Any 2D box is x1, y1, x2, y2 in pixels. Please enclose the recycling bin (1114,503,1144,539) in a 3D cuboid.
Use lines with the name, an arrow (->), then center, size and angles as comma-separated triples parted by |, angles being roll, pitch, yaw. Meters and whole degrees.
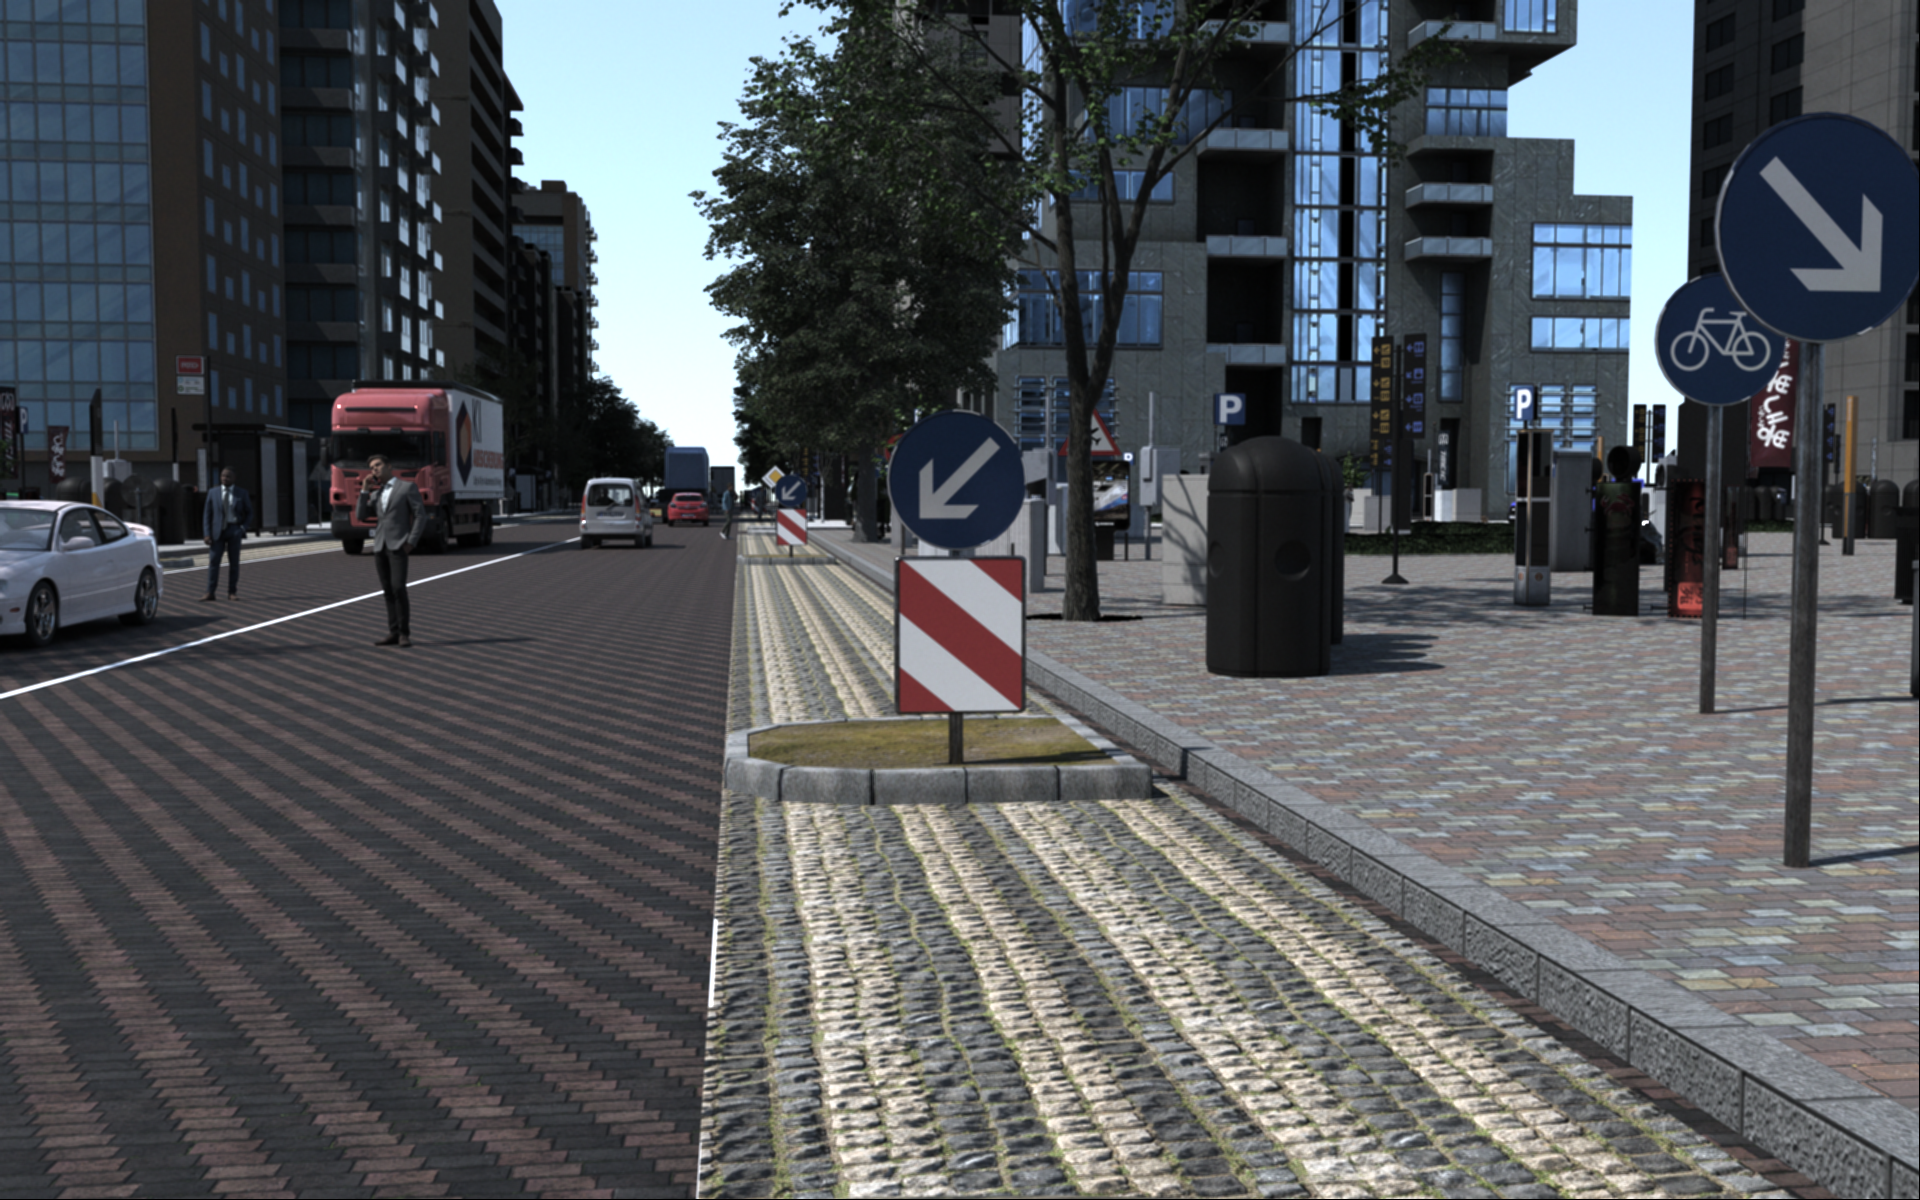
recycling bin -> 4.805, -2.274, 49.740 | 0.722, 1.027, 0.722 | -3, 4, -36

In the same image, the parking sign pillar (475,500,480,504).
parking sign pillar -> -27.223, -6.609, 96.535 | 1.447, 3.967, 1.447 | 2, 4, 33

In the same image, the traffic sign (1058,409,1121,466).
traffic sign -> 1.797, -1.473, 24.081 | 0.884, 2.594, 0.081 | 0, 3, 0

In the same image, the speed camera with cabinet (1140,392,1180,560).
speed camera with cabinet -> 4.158, -2.369, 33.068 | 0.660, 3.252, 2.038 | -1, 4, -22

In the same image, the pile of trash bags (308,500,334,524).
pile of trash bags -> -28.011, -3.942, 74.207 | 3.447, 1.369, 1.912 | -3, 5, -40

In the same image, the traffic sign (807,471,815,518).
traffic sign -> -7.956, -5.757, 94.236 | 0.768, 2.556, 0.104 | 0, 4, -3

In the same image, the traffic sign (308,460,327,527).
traffic sign -> -24.677, -4.083, 66.764 | 0.884, 2.594, 0.081 | 0, 4, -4

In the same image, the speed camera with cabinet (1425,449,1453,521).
speed camera with cabinet -> 20.993, -4.987, 75.873 | 0.660, 3.252, 2.038 | 0, 4, -6

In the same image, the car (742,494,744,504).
car -> -29.377, -14.153, 240.191 | 1.959, 1.807, 4.718 | 0, 4, -6

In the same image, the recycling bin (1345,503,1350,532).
recycling bin -> 10.559, -2.234, 49.074 | 0.722, 1.027, 0.722 | 3, 5, 41

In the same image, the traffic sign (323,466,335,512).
traffic sign -> -24.048, -4.072, 66.576 | 0.884, 2.594, 0.081 | 0, 4, -2

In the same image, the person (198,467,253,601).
person -> -9.922, -0.899, 23.386 | 0.721, 1.800, 0.419 | -2, 4, -25

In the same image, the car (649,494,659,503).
car -> -28.509, -9.212, 162.624 | 2.014, 1.417, 4.499 | -1, 4, -8

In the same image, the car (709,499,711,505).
car -> -29.981, -12.048, 206.567 | 1.945, 1.707, 3.694 | 0, 4, -7

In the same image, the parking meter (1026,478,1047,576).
parking meter -> 1.172, -1.149, 27.202 | 0.372, 1.533, 0.369 | 0, 3, 0

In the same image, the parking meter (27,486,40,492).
parking meter -> -30.797, -3.010, 57.620 | 0.372, 1.533, 0.369 | 0, 3, 0

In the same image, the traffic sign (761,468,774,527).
traffic sign -> -7.400, -3.937, 68.017 | 0.795, 2.450, 0.064 | 0, 4, -7

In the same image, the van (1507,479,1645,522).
van -> 24.386, -3.931, 68.651 | 5.245, 2.365, 2.240 | 0, 4, -8

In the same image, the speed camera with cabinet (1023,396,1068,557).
speed camera with cabinet -> 1.828, -2.542, 35.892 | 0.660, 3.252, 2.038 | 1, 4, 18

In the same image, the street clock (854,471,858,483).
street clock -> -2.919, -2.899, 51.975 | 0.471, 2.002, 0.358 | 1, 4, 10

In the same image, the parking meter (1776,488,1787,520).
parking meter -> 36.025, -4.131, 75.957 | 0.372, 1.533, 0.369 | 0, 3, 0

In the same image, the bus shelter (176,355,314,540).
bus shelter -> -21.899, -4.605, 52.917 | 2.179, 5.291, 8.768 | 0, 4, -7

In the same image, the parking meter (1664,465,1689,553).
parking meter -> 14.234, -1.752, 34.364 | 0.399, 1.863, 0.255 | 0, 4, -8

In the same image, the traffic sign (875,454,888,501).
traffic sign -> -2.673, -3.364, 55.102 | 0.768, 2.556, 0.104 | 0, 4, -6

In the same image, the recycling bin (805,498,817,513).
recycling bin -> -10.281, -6.548, 119.618 | 0.722, 1.027, 0.722 | -1, 4, -19

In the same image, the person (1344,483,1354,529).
person -> 15.241, -3.641, 67.836 | 0.447, 1.846, 0.655 | 0, 4, -7

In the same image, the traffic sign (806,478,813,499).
traffic sign -> -8.556, -6.167, 100.931 | 0.768, 2.556, 0.104 | 0, 4, -3

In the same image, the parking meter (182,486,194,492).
parking meter -> -24.757, -2.882, 55.536 | 0.372, 1.533, 0.369 | 0, 3, 0

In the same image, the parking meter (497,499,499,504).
parking meter -> -29.017, -6.333, 109.259 | 0.399, 1.863, 0.255 | 3, 5, 40

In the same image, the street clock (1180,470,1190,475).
street clock -> 6.706, -2.911, 52.162 | 0.471, 2.002, 0.358 | 1, 4, 15

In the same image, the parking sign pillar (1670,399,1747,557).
parking sign pillar -> 15.455, -2.885, 35.639 | 1.447, 3.967, 1.447 | 2, 4, 24

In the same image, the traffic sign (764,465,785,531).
traffic sign -> -6.397, -3.453, 60.095 | 0.795, 2.450, 0.064 | 0, 4, -7

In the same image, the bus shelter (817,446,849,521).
bus shelter -> -6.431, -5.772, 85.653 | 1.731, 3.624, 6.357 | 0, 4, -7

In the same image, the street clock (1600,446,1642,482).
street clock -> 9.953, -1.311, 26.000 | 0.358, 2.002, 0.471 | -2, 4, -24

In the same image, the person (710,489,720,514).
person -> -17.520, -7.034, 123.864 | 0.624, 1.780, 0.694 | 3, 5, 42

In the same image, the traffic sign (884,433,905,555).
traffic sign -> -1.193, -2.210, 36.247 | 0.768, 2.556, 0.104 | 0, 4, 2

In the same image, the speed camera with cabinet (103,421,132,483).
speed camera with cabinet -> -22.441, -3.242, 47.344 | 0.660, 3.252, 2.038 | 2, 4, 35

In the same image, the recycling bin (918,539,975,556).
recycling bin -> -0.171, -0.886, 27.035 | 0.722, 1.027, 0.722 | 2, 4, 33

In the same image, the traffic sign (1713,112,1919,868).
traffic sign -> 2.885, -0.354, 5.895 | 0.768, 2.556, 0.104 | 0, 4, -6

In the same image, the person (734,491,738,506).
person -> -26.649, -12.005, 205.314 | 0.617, 1.759, 0.750 | 1, 4, 9

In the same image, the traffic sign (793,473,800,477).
traffic sign -> -9.704, -6.276, 102.723 | 0.768, 2.556, 0.104 | 0, 4, -5

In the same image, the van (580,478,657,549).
van -> -9.262, -2.436, 46.846 | 2.013, 2.044, 4.112 | 0, 4, -6

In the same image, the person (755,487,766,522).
person -> -10.141, -4.864, 88.118 | 0.391, 1.810, 0.635 | 2, 4, 25

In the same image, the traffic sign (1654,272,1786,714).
traffic sign -> 4.369, -0.608, 10.054 | 0.768, 2.556, 0.104 | 0, 4, -2

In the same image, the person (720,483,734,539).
person -> -7.363, -2.813, 54.829 | 0.444, 1.785, 0.601 | 2, 4, 25

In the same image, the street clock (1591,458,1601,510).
street clock -> 12.612, -1.839, 34.633 | 0.358, 2.002, 0.471 | 0, 4, -7

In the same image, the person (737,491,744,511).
person -> -18.861, -8.532, 148.724 | 0.721, 1.735, 1.217 | -2, 4, -32

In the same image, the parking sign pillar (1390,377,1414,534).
parking sign pillar -> 10.309, -3.178, 40.435 | 1.447, 3.967, 1.447 | 1, 4, 12

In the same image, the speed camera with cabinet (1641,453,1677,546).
speed camera with cabinet -> 17.198, -2.933, 42.284 | 0.660, 3.252, 2.038 | 0, 4, 6

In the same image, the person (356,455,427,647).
person -> -5.378, -0.471, 16.388 | 0.592, 1.802, 0.473 | 2, 4, 34

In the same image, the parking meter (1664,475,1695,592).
parking meter -> 9.446, -0.874, 22.707 | 0.372, 1.533, 0.369 | 0, 3, 0

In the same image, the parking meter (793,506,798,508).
parking meter -> -9.741, -5.877, 101.805 | 0.255, 1.863, 0.399 | 2, 4, 35

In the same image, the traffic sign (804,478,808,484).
traffic sign -> -12.425, -8.484, 138.711 | 0.884, 2.594, 0.081 | 0, 4, 1

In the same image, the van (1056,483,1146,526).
van -> 5.006, -3.578, 65.515 | 4.112, 2.044, 2.013 | 0, 4, -6

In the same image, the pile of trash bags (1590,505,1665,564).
pile of trash bags -> 11.330, -1.327, 31.449 | 3.447, 1.369, 1.912 | -3, 5, -42

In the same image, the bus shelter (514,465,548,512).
bus shelter -> -30.763, -7.937, 123.698 | 2.014, 3.302, 5.546 | 0, 4, -7

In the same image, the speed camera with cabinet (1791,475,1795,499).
speed camera with cabinet -> 39.412, -5.281, 80.679 | 2.038, 3.252, 0.660 | -3, 5, -44

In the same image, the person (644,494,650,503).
person -> -27.213, -8.473, 150.226 | 0.799, 1.438, 0.628 | 1, 4, 15

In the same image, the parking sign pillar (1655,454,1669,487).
parking sign pillar -> 42.159, -7.040, 103.579 | 1.447, 3.967, 1.447 | -2, 4, -30
